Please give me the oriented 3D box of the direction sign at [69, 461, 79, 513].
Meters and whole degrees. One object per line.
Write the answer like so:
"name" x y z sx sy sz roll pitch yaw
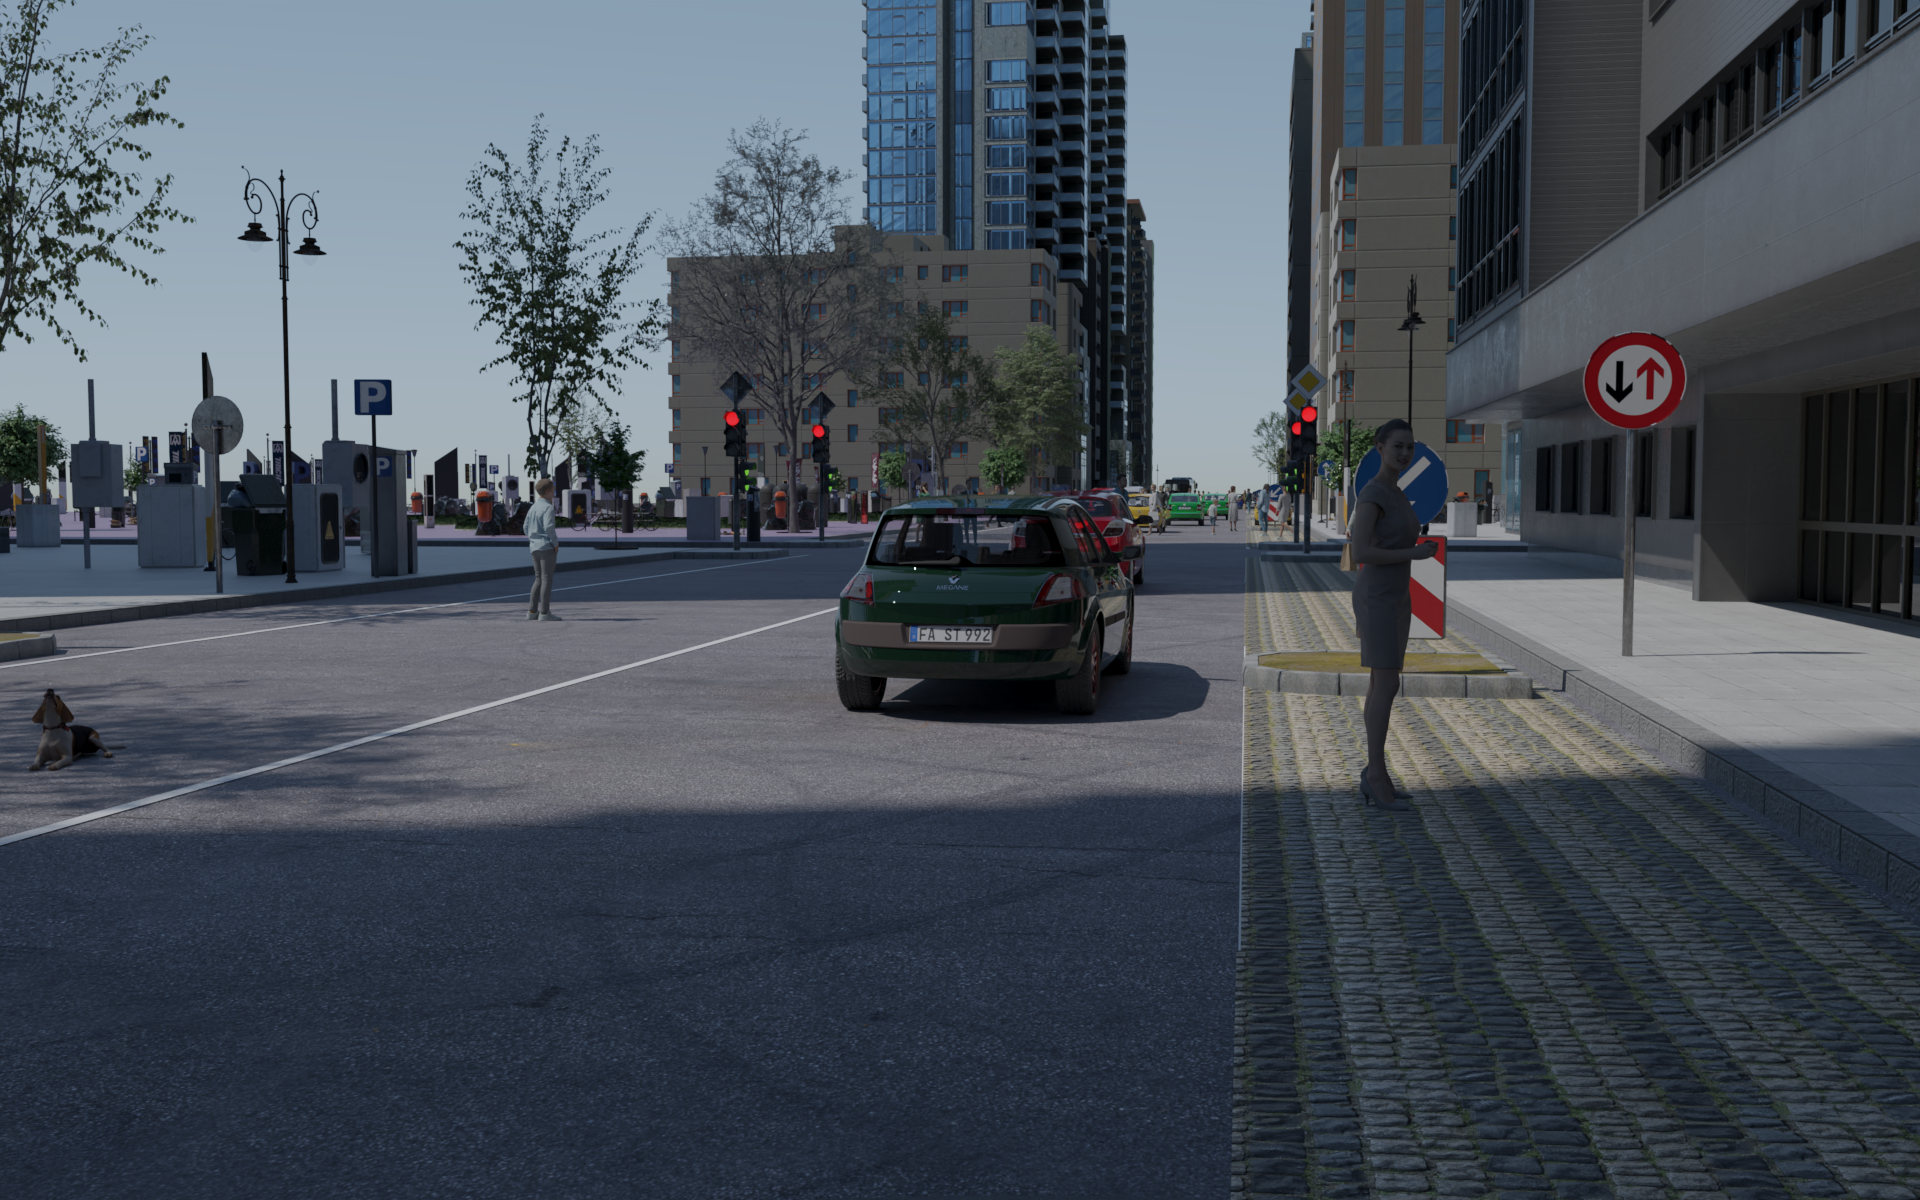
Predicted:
"direction sign" -61.362 -7.844 120.248 0.379 3.537 0.876 2 4 33

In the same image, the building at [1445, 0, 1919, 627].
"building" 14.575 -12.263 19.575 14.314 24.678 30.058 1 4 9

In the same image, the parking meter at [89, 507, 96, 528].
"parking meter" -32.654 -3.459 64.966 0.372 1.533 0.369 0 3 0

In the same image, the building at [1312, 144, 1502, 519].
"building" 34.841 -15.511 98.641 27.650 21.520 28.899 1 4 9

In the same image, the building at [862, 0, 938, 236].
"building" 2.061 -52.202 166.178 22.319 86.520 31.000 1 4 9

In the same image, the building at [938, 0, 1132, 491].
"building" 11.230 -55.525 220.505 22.319 86.520 31.000 1 4 9

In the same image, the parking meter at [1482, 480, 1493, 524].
"parking meter" 22.697 -4.208 74.515 0.399 1.863 0.255 -1 4 -21

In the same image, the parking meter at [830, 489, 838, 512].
"parking meter" -6.231 -4.730 85.750 0.372 1.533 0.369 0 3 0

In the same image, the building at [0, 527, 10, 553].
"building" -33.944 -29.811 29.408 28.212 58.520 21.231 1 4 9

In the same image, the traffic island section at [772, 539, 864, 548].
"traffic island section" -3.801 -1.535 47.374 2.009 0.180 2.903 1 4 9

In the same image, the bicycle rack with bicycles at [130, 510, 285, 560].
"bicycle rack with bicycles" -13.595 -1.202 33.040 2.852 0.926 2.925 0 4 4

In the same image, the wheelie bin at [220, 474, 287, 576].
"wheelie bin" -11.099 -1.189 27.341 0.693 1.594 0.980 2 4 32

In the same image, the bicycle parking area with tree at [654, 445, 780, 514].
"bicycle parking area with tree" -13.188 -7.103 103.130 8.231 4.147 9.016 3 5 42

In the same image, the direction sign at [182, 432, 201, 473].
"direction sign" -28.268 -4.380 63.609 0.379 3.537 0.876 2 4 28

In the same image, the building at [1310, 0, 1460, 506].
"building" 35.415 -29.879 138.637 14.600 45.320 14.200 1 4 9

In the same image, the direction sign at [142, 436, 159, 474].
"direction sign" -31.659 -4.636 67.798 0.379 3.537 0.876 1 4 11

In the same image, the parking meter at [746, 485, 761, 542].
"parking meter" -5.565 -2.340 46.665 0.372 1.533 0.369 0 3 0

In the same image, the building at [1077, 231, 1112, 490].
"building" 8.972 -25.557 189.565 14.160 30.474 14.107 1 4 9

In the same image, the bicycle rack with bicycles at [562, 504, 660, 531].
"bicycle rack with bicycles" -11.752 -2.869 60.291 2.925 0.926 2.852 1 4 16

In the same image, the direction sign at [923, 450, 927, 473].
"direction sign" -1.821 -6.005 90.185 0.379 3.537 0.876 0 4 7

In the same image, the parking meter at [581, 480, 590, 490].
"parking meter" -15.591 -4.059 72.073 0.399 1.863 0.255 -1 4 -14

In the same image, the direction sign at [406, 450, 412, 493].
"direction sign" -28.446 -5.925 88.876 0.379 3.537 0.876 2 4 26

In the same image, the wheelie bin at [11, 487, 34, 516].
"wheelie bin" -43.192 -4.394 79.757 0.693 1.594 0.980 2 4 30

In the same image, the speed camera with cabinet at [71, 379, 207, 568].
"speed camera with cabinet" -14.261 -2.186 30.085 2.038 3.252 0.660 0 4 -5

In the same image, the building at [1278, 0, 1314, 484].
"building" 54.877 -56.332 233.702 22.319 86.520 31.000 1 4 9

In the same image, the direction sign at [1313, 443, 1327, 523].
"direction sign" 16.096 -5.200 77.023 0.876 3.537 0.379 -1 4 -13

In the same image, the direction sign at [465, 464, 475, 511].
"direction sign" -36.302 -8.354 128.587 0.876 3.537 0.379 -3 4 -37

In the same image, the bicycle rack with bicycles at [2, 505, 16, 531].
"bicycle rack with bicycles" -31.653 -2.643 56.588 2.852 0.926 2.925 -1 4 -11

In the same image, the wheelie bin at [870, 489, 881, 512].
"wheelie bin" -5.111 -5.942 105.052 0.693 1.594 0.980 0 4 -4

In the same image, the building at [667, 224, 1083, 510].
"building" -5.373 -17.959 138.671 27.650 21.520 28.899 1 4 9

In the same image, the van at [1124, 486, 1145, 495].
"van" 9.140 -5.278 93.302 2.013 2.044 4.112 1 4 11

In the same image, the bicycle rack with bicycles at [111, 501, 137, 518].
"bicycle rack with bicycles" -43.569 -4.792 91.731 2.925 0.926 2.852 2 4 26

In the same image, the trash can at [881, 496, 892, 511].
"trash can" -4.332 -5.535 102.144 0.748 1.137 0.748 0 3 0

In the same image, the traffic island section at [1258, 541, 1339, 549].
"traffic island section" 8.818 -1.407 45.286 2.009 0.180 2.903 1 4 9

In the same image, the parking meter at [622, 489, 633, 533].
"parking meter" -10.921 -2.964 56.869 0.372 1.533 0.369 0 3 0

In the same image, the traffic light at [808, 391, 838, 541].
"traffic light" -3.763 -3.566 47.233 0.839 4.253 0.868 1 4 9

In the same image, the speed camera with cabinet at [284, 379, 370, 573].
"speed camera with cabinet" -10.645 -2.131 29.175 0.660 3.252 2.038 0 4 6

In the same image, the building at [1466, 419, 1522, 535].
"building" 31.638 -26.508 53.014 30.456 49.044 23.786 1 4 9

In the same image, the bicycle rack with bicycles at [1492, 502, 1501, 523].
"bicycle rack with bicycles" 24.504 -3.848 76.294 2.925 0.926 2.852 -2 4 -33

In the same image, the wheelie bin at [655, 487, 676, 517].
"wheelie bin" -12.679 -4.064 74.350 0.693 1.594 0.980 3 4 37

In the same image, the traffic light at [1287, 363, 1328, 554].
"traffic light" 7.475 -2.959 37.300 0.839 4.253 0.868 1 4 9

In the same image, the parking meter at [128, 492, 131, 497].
"parking meter" -59.026 -7.190 123.269 0.255 1.863 0.399 -1 4 -17

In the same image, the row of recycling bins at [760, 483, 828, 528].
"row of recycling bins" -6.516 -3.693 67.493 3.534 1.692 1.069 3 5 41

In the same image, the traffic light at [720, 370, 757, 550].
"traffic light" -5.068 -3.085 39.355 0.839 4.253 0.868 1 4 9

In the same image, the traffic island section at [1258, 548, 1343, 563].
"traffic island section" 7.513 -0.925 37.408 2.009 0.180 2.903 1 4 9

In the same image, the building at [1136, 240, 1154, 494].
"building" 22.967 -35.986 271.962 14.154 41.232 14.086 1 4 9

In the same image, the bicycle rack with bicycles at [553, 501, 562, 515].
"bicycle rack with bicycles" -21.060 -4.899 93.473 2.852 0.926 2.925 0 4 2

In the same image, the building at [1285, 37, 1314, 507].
"building" 45.113 -34.022 179.955 21.300 48.544 21.600 1 4 9

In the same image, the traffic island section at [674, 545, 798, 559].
"traffic island section" -5.106 -1.053 39.496 2.009 0.180 2.903 1 4 9

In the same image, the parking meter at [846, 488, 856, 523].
"parking meter" -4.788 -4.163 76.471 0.372 1.533 0.369 0 3 0

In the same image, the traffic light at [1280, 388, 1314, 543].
"traffic light" 8.781 -3.441 45.178 0.839 4.253 0.868 1 4 9

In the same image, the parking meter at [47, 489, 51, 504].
"parking meter" -42.537 -4.420 80.681 0.372 1.533 0.369 0 3 0

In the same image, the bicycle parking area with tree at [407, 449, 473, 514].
"bicycle parking area with tree" -36.406 -7.730 113.387 9.016 4.147 8.231 -1 4 -23

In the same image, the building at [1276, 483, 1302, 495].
"building" 64.330 -34.838 261.485 32.217 40.220 23.993 1 4 9

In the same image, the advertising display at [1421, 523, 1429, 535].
"advertising display" 8.751 -1.677 32.629 0.123 1.923 0.974 1 4 12

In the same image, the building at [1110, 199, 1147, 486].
"building" 15.469 -36.498 251.364 22.147 44.769 28.867 1 4 9

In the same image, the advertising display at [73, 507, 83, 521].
"advertising display" -41.172 -4.655 81.318 0.974 1.923 0.123 0 4 5
